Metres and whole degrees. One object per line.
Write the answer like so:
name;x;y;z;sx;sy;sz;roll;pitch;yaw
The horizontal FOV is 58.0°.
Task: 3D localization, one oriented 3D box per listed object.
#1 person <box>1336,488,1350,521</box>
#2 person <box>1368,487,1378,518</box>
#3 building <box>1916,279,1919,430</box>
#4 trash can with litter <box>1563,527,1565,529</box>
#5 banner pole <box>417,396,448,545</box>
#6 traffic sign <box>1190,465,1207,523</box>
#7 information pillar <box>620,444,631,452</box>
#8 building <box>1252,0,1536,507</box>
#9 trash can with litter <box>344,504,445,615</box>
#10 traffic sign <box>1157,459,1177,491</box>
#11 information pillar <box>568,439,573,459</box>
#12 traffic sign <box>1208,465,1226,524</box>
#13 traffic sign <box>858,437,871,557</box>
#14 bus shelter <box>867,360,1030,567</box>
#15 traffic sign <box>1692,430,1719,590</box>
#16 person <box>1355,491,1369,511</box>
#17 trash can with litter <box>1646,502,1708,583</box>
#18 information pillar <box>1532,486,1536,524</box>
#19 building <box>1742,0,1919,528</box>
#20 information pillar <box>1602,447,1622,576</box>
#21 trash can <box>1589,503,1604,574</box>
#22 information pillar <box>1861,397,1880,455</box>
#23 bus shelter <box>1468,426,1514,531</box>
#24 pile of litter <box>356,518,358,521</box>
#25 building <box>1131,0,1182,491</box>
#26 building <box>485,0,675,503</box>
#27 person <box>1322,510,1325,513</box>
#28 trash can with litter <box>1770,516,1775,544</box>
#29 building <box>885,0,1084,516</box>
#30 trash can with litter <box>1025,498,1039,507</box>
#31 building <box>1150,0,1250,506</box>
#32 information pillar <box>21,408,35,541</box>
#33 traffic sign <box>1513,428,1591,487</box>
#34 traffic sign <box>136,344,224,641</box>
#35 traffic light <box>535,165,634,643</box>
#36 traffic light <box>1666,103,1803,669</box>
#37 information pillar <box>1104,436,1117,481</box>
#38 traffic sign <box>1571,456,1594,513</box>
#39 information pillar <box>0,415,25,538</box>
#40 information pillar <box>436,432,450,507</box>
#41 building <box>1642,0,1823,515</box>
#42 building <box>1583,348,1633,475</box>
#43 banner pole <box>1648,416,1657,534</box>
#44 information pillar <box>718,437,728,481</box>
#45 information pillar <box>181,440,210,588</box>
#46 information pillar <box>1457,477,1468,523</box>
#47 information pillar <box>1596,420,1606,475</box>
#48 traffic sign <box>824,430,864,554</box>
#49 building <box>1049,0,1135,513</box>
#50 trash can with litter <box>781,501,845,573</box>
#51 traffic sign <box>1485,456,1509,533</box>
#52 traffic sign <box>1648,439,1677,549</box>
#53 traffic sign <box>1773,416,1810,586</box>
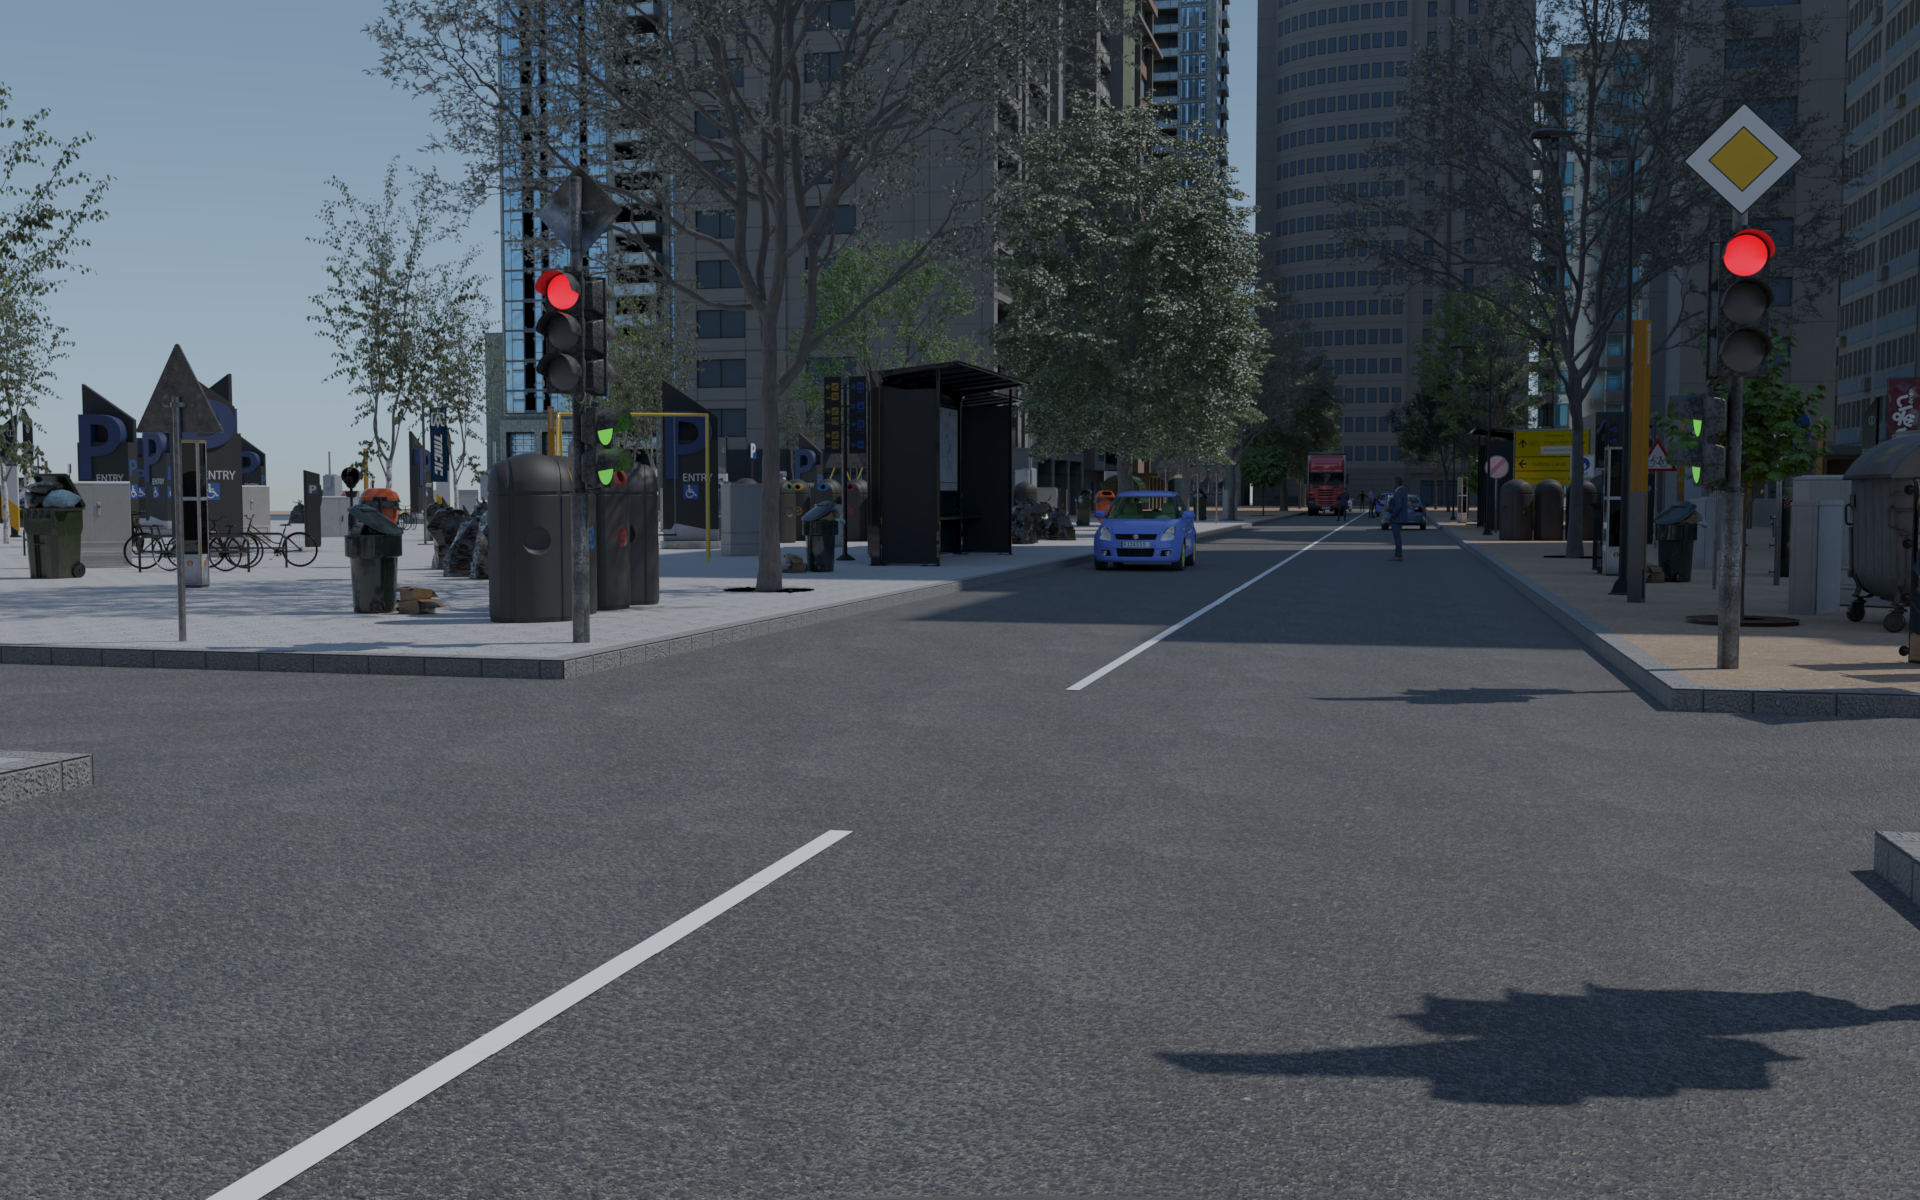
person;20.212;-5.048;91.478;0.683;1.767;0.568;0;4;2
person;24.611;-5.785;102.959;0.599;1.838;0.709;3;4;37
building;31.451;-23.744;38.318;14.600;45.320;14.200;1;4;14
trash can with litter;21.598;-2.999;60.422;1.055;1.170;0.624;-2;4;-29
banner pole;-13.331;-3.290;43.805;0.863;3.779;0.401;-3;5;-40
traffic sign;10.481;-4.662;76.327;0.768;2.556;0.104;1;4;17
information pillar;-15.189;-5.336;78.598;0.504;3.616;0.183;0;4;-6
building;46.461;-39.482;187.524;28.212;58.520;21.231;1;4;14
trash can with litter;-6.089;-0.447;18.702;1.055;1.170;0.624;1;4;14
traffic sign;7.582;-3.890;63.708;0.768;2.556;0.104;2;4;24
information pillar;-15.613;-4.799;69.819;0.504;3.616;0.183;3;5;43
traffic sign;11.174;-4.604;75.377;0.768;2.556;0.104;1;4;17
traffic sign;-1.821;-2.147;35.114;0.884;2.594;0.081;2;4;24
bus shelter;-0.119;-2.594;33.699;1.731;3.624;6.357;1;4;14
traffic sign;10.137;-1.348;23.218;0.795;2.450;0.064;1;4;20
person;33.335;-8.199;143.374;1.217;1.723;0.721;1;4;21
trash can with litter;10.257;-0.839;25.108;1.055;1.170;0.624;-2;4;-30
information pillar;20.584;-4.341;62.325;0.504;3.616;0.183;-2;4;-33
building;46.946;-22.666;62.474;32.217;40.220;23.993;1;4;14
information pillar;10.262;-1.384;27.124;0.304;2.012;0.304;1;4;10
trash can;10.473;-0.987;27.786;0.748;1.137;0.748;0;3;0
information pillar;22.096;-3.102;42.071;0.183;3.616;0.504;-1;4;-12
bus shelter;19.455;-4.382;62.921;1.731;3.624;6.357;1;4;14
pile of litter;-19.468;-2.578;56.111;1.176;0.858;1.719;1;4;16
building;3.313;-30.078;146.406;28.867;44.769;22.147;1;4;14
building;-26.017;-51.288;151.226;31.000;86.520;22.319;1;4;14
person;27.293;-7.432;130.021;0.705;1.824;1.348;1;4;22
trash can with litter;13.249;-0.958;27.054;1.055;1.170;0.624;1;4;17
building;-3.442;-40.576;101.671;20.563;71.187;20.611;1;4;14
trash can with litter;2.420;-2.461;51.628;1.055;1.170;0.624;2;4;28
building;17.002;-53.920;194.261;31.000;86.520;22.319;1;4;14
information pillar;-25.530;-3.433;47.486;0.183;3.616;0.504;0;4;-6
traffic sign;18.474;-3.685;54.123;2.265;3.308;0.079;1;4;21
traffic sign;-6.774;-0.918;15.018;0.884;2.594;0.081;1;4;16
traffic light;-3.256;-1.586;14.846;0.839;4.253;0.868;1;4;14
traffic light;5.633;-1.450;12.633;0.839;4.253;0.868;1;4;14
information pillar;5.473;-4.380;62.964;0.504;3.616;0.183;-1;4;-13
traffic sign;16.256;-2.639;45.277;0.606;2.300;0.079;1;4;16
information pillar;-28.018;-3.652;51.068;0.504;3.616;0.183;0;4;-7
information pillar;-18.235;-4.268;61.131;0.504;3.616;0.183;-1;4;-12
building;50.572;-34.048;98.688;21.231;58.520;28.212;1;4;14
building;59.467;-49.749;126.072;22.319;86.520;31.000;1;4;14
banner pole;21.979;-3.980;55.097;0.401;3.779;0.863;3;5;44
information pillar;-9.652;-4.850;70.645;0.504;3.616;0.183;3;5;39
information pillar;-10.506;-1.176;23.723;0.304;2.012;0.304;0;4;-3
information pillar;22.029;-4.370;75.946;0.304;2.012;0.304;-2;4;-24
information pillar;20.295;-3.887;54.907;0.183;3.616;0.504;3;5;44
traffic sign;-2.356;-2.142;35.029;0.884;2.594;0.081;1;4;21
building;4.012;-26.683;119.864;14.154;41.232;14.086;1;4;14
trash can with litter;-2.448;-1.038;28.357;1.055;1.170;0.624;-3;5;-42
traffic sign;17.785;-3.506;57.423;0.768;2.556;0.104;1;4;22
traffic sign;16.352;-2.488;40.676;0.884;2.594;0.081;1;4;16
traffic sign;11.452;-1.474;24.213;0.768;2.556;0.104;1;4;23
